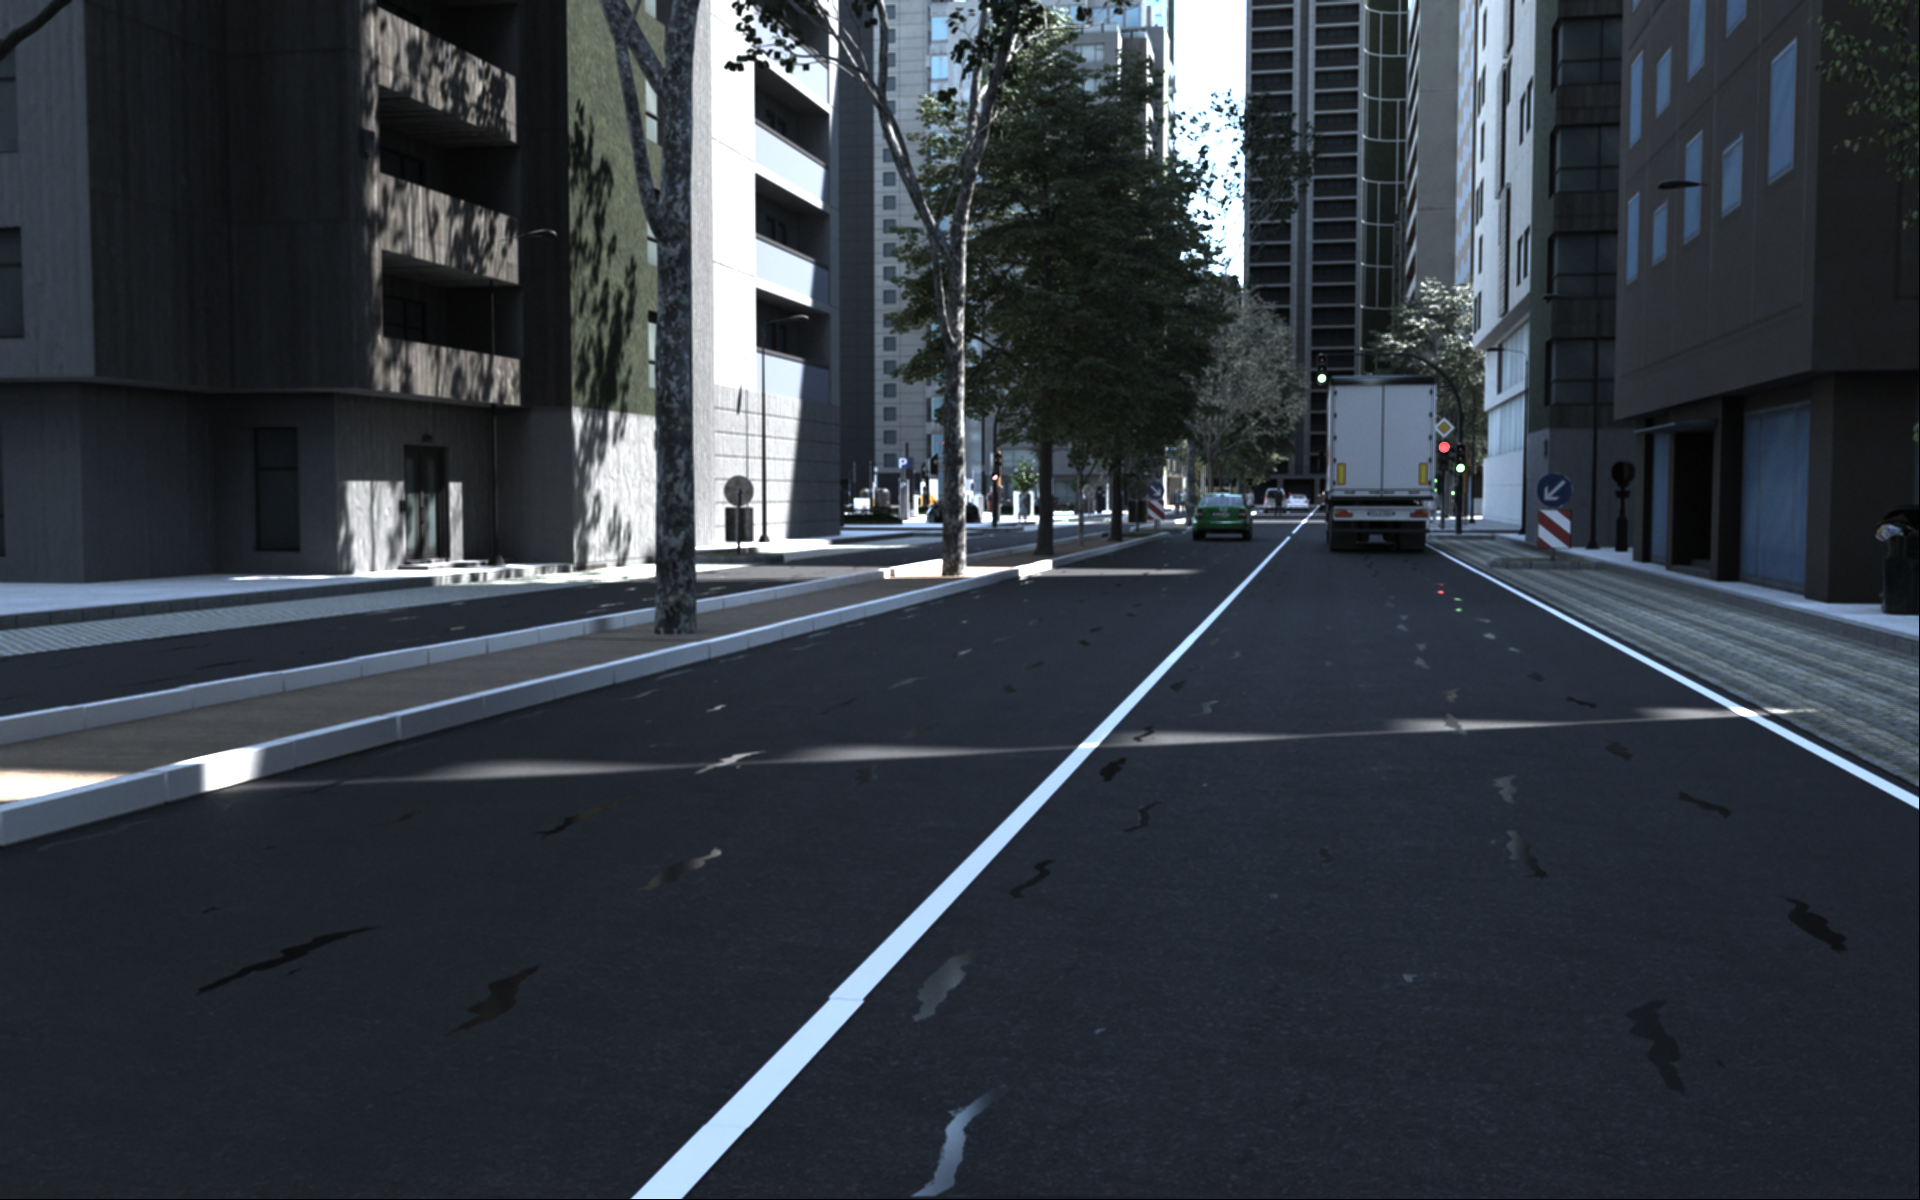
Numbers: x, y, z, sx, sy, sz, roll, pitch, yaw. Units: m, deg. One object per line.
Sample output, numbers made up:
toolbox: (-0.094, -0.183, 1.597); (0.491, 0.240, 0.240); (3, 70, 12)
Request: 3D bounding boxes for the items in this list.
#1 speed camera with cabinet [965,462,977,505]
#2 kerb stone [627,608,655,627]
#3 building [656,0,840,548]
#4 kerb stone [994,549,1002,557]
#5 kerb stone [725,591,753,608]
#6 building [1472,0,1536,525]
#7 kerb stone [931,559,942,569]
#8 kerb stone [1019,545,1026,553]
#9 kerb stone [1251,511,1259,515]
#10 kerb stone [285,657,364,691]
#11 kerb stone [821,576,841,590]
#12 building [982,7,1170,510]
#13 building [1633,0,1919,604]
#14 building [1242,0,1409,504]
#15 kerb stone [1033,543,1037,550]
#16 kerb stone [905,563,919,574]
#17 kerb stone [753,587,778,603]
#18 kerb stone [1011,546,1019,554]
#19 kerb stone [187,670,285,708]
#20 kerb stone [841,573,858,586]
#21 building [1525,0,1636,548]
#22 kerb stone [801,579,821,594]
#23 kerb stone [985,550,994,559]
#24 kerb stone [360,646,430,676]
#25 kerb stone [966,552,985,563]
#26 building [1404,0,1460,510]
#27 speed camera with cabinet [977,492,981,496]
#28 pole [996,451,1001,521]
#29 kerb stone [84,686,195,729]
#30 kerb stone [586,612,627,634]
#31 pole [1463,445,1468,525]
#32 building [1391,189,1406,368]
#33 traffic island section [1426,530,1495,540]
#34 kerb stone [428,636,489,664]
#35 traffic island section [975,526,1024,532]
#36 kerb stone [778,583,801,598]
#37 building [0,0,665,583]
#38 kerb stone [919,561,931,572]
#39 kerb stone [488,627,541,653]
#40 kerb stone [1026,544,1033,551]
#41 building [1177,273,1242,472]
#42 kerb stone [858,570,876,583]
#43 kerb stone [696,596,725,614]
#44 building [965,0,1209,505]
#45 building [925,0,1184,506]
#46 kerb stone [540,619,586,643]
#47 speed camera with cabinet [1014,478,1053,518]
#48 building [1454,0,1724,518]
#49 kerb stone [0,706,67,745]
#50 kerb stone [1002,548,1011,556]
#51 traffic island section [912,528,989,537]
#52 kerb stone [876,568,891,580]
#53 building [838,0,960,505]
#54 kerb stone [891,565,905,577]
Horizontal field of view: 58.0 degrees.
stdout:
speed camera with cabinet: (0.324, -6.741, 104.551); (0.660, 3.252, 2.038); (1, 4, 12)
kerb stone: (-3.536, 0.195, 19.012); (0.120, 0.150, 1.000); (1, 4, 12)
building: (-18.363, -31.119, 50.801); (28.212, 58.520, 21.231); (1, 4, 12)
kerb stone: (0.748, -1.031, 39.051); (0.120, 0.150, 1.000); (1, 4, 12)
kerb stone: (-2.883, 0.011, 22.009); (0.120, 0.150, 1.000); (1, 4, 12)
building: (36.151, -29.531, 72.064); (27.495, 52.752, 28.713); (1, 4, 12)
kerb stone: (-0.531, -0.664, 33.048); (0.120, 0.150, 1.000); (1, 4, 12)
kerb stone: (1.399, -1.215, 42.058); (0.120, 0.150, 1.000); (1, 4, 12)
kerb stone: (21.360, -6.308, 125.358); (0.120, 0.150, 1.000); (1, 4, 12)
kerb stone: (-4.817, 0.570, 12.982); (0.120, 0.150, 1.000); (1, 4, 12)
kerb stone: (-2.030, -0.234, 26.024); (0.120, 0.150, 1.000); (1, 4, 12)
building: (10.138, -28.424, 148.331); (14.154, 41.232, 14.086); (1, 4, 12)
building: (17.982, -22.875, 24.111); (14.600, 45.320, 14.200); (1, 4, 12)
building: (48.196, -48.337, 228.557); (20.611, 71.187, 20.563); (1, 4, 12)
kerb stone: (1.828, -1.337, 44.066); (0.120, 0.150, 1.000); (1, 4, 12)
kerb stone: (-0.954, -0.541, 31.036); (0.120, 0.150, 1.000); (1, 4, 12)
kerb stone: (-2.673, -0.051, 23.022); (0.120, 0.150, 1.000); (1, 4, 12)
kerb stone: (1.188, -1.150, 41.054); (0.120, 0.150, 1.000); (1, 4, 12)
kerb stone: (-5.037, 0.625, 11.983); (0.120, 0.150, 1.000); (1, 4, 12)
kerb stone: (-1.817, -0.290, 27.032); (0.120, 0.150, 1.000); (1, 4, 12)
building: (22.495, -16.790, 46.214); (14.160, 30.474, 14.107); (1, 4, 12)
kerb stone: (-2.242, -0.173, 25.025); (0.120, 0.150, 1.000); (1, 4, 12)
kerb stone: (0.544, -0.970, 38.050); (0.120, 0.150, 1.000); (1, 4, 12)
kerb stone: (-4.608, 0.502, 13.982); (0.120, 0.150, 1.000); (1, 4, 12)
kerb stone: (0.333, -0.907, 37.050); (0.120, 0.150, 1.000); (1, 4, 12)
building: (48.916, -31.927, 145.711); (21.300, 48.544, 21.600); (1, 4, 12)
speed camera with cabinet: (1.155, -9.037, 142.089); (0.660, 3.252, 2.038); (1, 4, 20)
pole: (1.814, -5.366, 81.576); (0.158, 3.312, 0.155); (0, 3, 0)
kerb stone: (-5.242, 0.692, 10.982); (0.120, 0.150, 1.000); (1, 4, 12)
kerb stone: (-3.746, 0.256, 18.008); (0.120, 0.150, 1.000); (1, 4, 12)
pole: (21.132, -4.804, 72.391); (0.158, 3.312, 0.155); (0, 3, 0)
building: (48.826, -24.037, 164.709); (14.160, 30.474, 14.107); (1, 4, 12)
traffic island section: (15.964, -2.027, 55.429); (2.009, 0.180, 2.903); (1, 4, 12)
kerb stone: (-4.393, 0.444, 14.983); (0.120, 0.150, 1.000); (1, 4, 12)
traffic island section: (1.311, -2.718, 66.721); (2.009, 0.180, 2.903); (1, 4, 12)
kerb stone: (-2.454, -0.112, 24.025); (0.120, 0.150, 1.000); (1, 4, 12)
building: (-14.417, -15.823, 30.407); (14.160, 30.474, 14.107); (1, 4, 12)
kerb stone: (-0.751, -0.602, 32.038); (0.120, 0.150, 1.000); (1, 4, 12)
kerb stone: (-4.171, 0.382, 15.993); (0.120, 0.150, 1.000); (1, 4, 12)
kerb stone: (1.614, -1.276, 43.059); (0.120, 0.150, 1.000); (1, 4, 12)
building: (30.128, -28.041, 230.179); (14.107, 30.474, 14.160); (1, 4, 12)
kerb stone: (-1.595, -0.357, 28.031); (0.120, 0.150, 1.000); (1, 4, 12)
kerb stone: (-3.106, 0.072, 21.012); (0.120, 0.150, 1.000); (1, 4, 12)
building: (13.643, -54.655, 206.284); (31.000, 86.520, 22.319); (1, 4, 12)
building: (9.613, -33.731, 171.108); (23.786, 49.044, 30.456); (1, 4, 12)
kerb stone: (-3.962, 0.318, 16.997); (0.120, 0.150, 1.000); (1, 4, 12)
speed camera with cabinet: (3.931, -6.024, 92.832); (2.038, 3.252, 0.660); (-1, 4, -15)
building: (39.965, -28.293, 112.698); (14.600, 45.320, 14.200); (1, 4, 12)
kerb stone: (-5.455, 0.747, 9.982); (0.120, 0.150, 1.000); (1, 4, 12)
kerb stone: (0.969, -1.092, 40.049); (0.120, 0.150, 1.000); (1, 4, 12)
traffic island section: (-0.359, -2.240, 58.912); (2.009, 0.180, 2.903); (1, 4, 12)
kerb stone: (-1.384, -0.415, 29.031); (0.120, 0.150, 1.000); (1, 4, 12)
building: (-11.748, -47.305, 211.694); (20.611, 71.187, 20.563); (1, 4, 12)
kerb stone: (-1.173, -0.479, 30.031); (0.120, 0.150, 1.000); (1, 4, 12)
